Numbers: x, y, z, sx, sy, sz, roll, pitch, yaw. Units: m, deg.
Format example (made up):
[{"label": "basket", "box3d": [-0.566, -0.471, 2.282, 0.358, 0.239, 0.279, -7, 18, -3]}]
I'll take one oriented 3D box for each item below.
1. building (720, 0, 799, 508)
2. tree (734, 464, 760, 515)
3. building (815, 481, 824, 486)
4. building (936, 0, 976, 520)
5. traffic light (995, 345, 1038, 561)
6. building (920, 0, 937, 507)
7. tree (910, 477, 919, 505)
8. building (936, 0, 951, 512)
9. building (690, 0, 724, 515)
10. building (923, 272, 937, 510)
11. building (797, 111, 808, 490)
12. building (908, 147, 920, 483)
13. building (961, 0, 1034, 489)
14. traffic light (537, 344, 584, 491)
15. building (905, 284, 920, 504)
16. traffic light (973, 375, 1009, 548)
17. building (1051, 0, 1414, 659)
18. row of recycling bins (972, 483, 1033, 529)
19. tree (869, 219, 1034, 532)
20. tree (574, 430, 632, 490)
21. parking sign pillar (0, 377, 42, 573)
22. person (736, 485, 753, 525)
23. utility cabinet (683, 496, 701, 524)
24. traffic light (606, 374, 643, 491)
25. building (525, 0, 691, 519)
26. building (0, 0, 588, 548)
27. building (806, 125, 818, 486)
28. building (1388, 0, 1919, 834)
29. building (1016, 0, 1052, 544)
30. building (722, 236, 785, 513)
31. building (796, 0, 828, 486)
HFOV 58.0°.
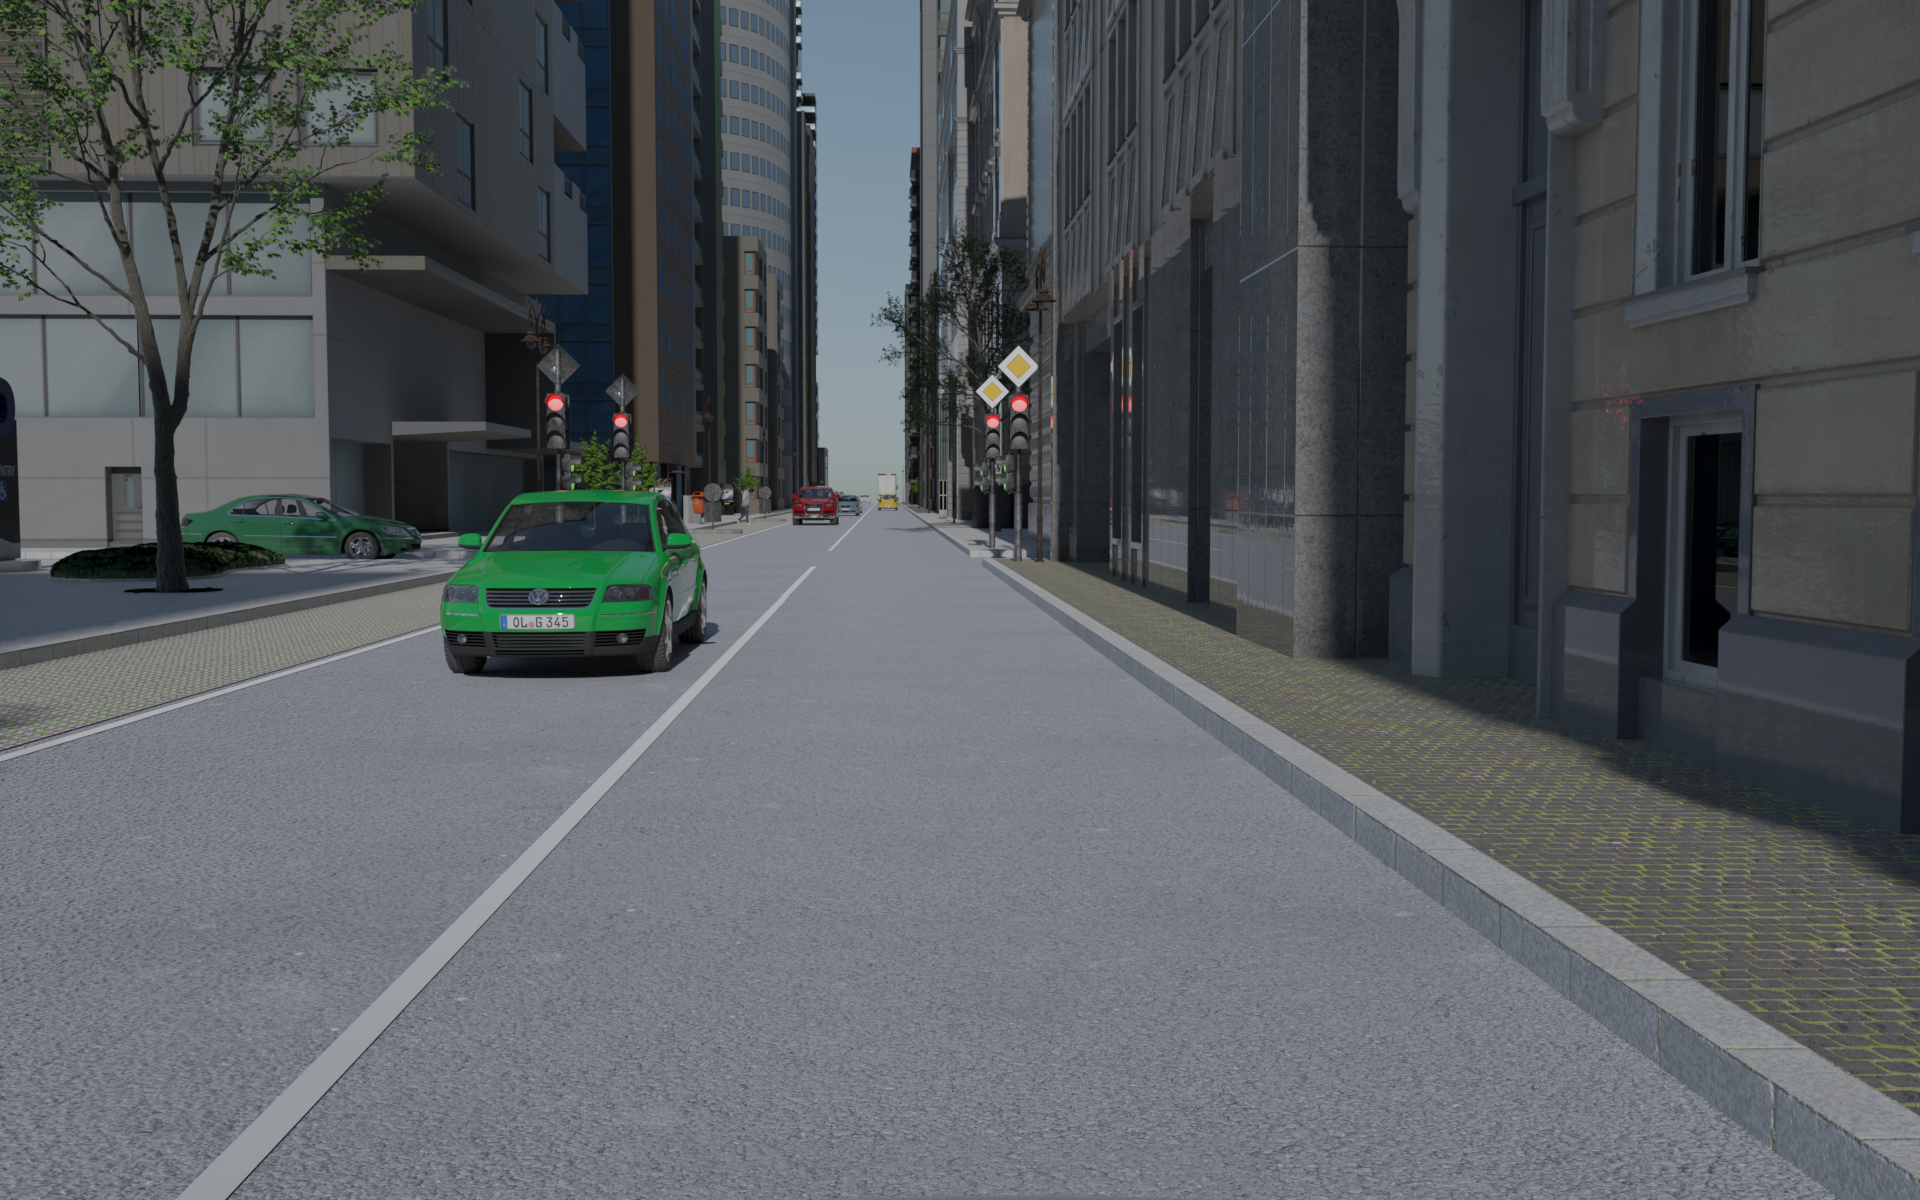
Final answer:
[{"label": "building", "box3d": [-26.030, -37.647, 157.529, 21.231, 58.520, 28.212, 0, 4, -2]}, {"label": "tree", "box3d": [-13.377, -7.003, 109.107, 1.663, 3.219, 1.824, 0, 3, 0]}, {"label": "building", "box3d": [-34.076, -32.560, 224.244, 32.217, 40.220, 23.993, 0, 4, -2]}, {"label": "building", "box3d": [4.622, -19.751, 100.424, 11.434, 29.767, 29.804, 0, 4, -2]}, {"label": "traffic light", "box3d": [1.088, -2.690, 32.909, 0.839, 4.253, 0.868, 0, 4, -2]}, {"label": "building", "box3d": [6.396, -38.870, 177.522, 21.231, 58.520, 28.212, 0, 4, -2]}, {"label": "tree", "box3d": [-5.025, -12.576, 200.214, 1.663, 3.219, 1.824, 0, 3, 0]}, {"label": "building", "box3d": [5.248, -27.106, 126.773, 14.154, 41.232, 14.086, 0, 4, -2]}, {"label": "building", "box3d": [-21.780, -25.661, 103.146, 14.154, 41.232, 14.086, 0, 4, -2]}, {"label": "building", "box3d": [10.953, -18.643, 149.859, 27.650, 21.520, 28.899, 0, 4, -2]}, {"label": "building", "box3d": [-23.178, -30.319, 179.309, 14.154, 41.232, 14.086, 0, 4, -2]}, {"label": "building", "box3d": [4.740, -34.332, 215.952, 22.147, 44.769, 28.867, 0, 4, -2]}, {"label": "building", "box3d": [7.297, -17.702, 75.338, 13.634, 28.700, 20.117, 0, 4, -2]}, {"label": "traffic light", "box3d": [-7.514, -2.667, 32.522, 0.839, 4.253, 0.868, 0, 4, -2]}, {"label": "building", "box3d": [-0.597, -28.522, 238.036, 14.160, 30.474, 14.107, 0, 4, -2]}, {"label": "traffic light", "box3d": [0.743, -3.178, 40.887, 0.839, 4.253, 0.868, 0, 4, -2]}, {"label": "building", "box3d": [8.170, -12.532, 22.913, 12.078, 24.808, 19.932, 0, 4, -2]}, {"label": "row of recycling bins", "box3d": [2.186, -3.510, 64.497, 3.534, 1.692, 1.069, 1, 4, 10]}, {"label": "tree", "box3d": [0.966, -7.636, 59.253, 7.601, 10.594, 8.767, 1, 4, 22]}, {"label": "tree", "box3d": [-10.912, -3.530, 52.318, 1.663, 3.219, 1.824, 0, 3, 0]}, {"label": "parking sign pillar", "box3d": [-16.066, -2.456, 28.634, 1.447, 3.967, 1.447, 0, 4, -7]}, {"label": "person", "box3d": [-10.093, -4.442, 80.977, 0.795, 1.843, 0.661, 0, 4, 1]}, {"label": "utility cabinet", "box3d": [-11.692, -3.952, 75.775, 0.306, 1.237, 1.020, 2, 4, 25]}, {"label": "traffic light", "box3d": [-7.860, -3.155, 40.500, 0.839, 4.253, 0.868, 0, 4, -2]}, {"label": "building", "box3d": [-20.315, -26.352, 80.963, 14.600, 45.320, 14.200, 0, 4, -2]}, {"label": "building", "box3d": [-26.660, -28.281, 51.642, 28.713, 52.752, 27.495, 0, 4, -2]}, {"label": "building", "box3d": [-24.283, -33.965, 205.432, 14.600, 45.320, 14.200, 0, 4, -2]}, {"label": "building", "box3d": [9.886, -13.269, 2.861, 13.634, 28.700, 20.117, 0, 4, -2]}, {"label": "building", "box3d": [11.446, -13.276, 45.944, 19.941, 23.489, 11.050, 0, 4, -2]}, {"label": "building", "box3d": [-27.943, -17.432, 130.047, 27.650, 21.520, 28.899, 0, 4, -2]}, {"label": "building", "box3d": [-30.322, -57.398, 251.132, 22.319, 86.520, 31.000, 0, 4, -2]}]
